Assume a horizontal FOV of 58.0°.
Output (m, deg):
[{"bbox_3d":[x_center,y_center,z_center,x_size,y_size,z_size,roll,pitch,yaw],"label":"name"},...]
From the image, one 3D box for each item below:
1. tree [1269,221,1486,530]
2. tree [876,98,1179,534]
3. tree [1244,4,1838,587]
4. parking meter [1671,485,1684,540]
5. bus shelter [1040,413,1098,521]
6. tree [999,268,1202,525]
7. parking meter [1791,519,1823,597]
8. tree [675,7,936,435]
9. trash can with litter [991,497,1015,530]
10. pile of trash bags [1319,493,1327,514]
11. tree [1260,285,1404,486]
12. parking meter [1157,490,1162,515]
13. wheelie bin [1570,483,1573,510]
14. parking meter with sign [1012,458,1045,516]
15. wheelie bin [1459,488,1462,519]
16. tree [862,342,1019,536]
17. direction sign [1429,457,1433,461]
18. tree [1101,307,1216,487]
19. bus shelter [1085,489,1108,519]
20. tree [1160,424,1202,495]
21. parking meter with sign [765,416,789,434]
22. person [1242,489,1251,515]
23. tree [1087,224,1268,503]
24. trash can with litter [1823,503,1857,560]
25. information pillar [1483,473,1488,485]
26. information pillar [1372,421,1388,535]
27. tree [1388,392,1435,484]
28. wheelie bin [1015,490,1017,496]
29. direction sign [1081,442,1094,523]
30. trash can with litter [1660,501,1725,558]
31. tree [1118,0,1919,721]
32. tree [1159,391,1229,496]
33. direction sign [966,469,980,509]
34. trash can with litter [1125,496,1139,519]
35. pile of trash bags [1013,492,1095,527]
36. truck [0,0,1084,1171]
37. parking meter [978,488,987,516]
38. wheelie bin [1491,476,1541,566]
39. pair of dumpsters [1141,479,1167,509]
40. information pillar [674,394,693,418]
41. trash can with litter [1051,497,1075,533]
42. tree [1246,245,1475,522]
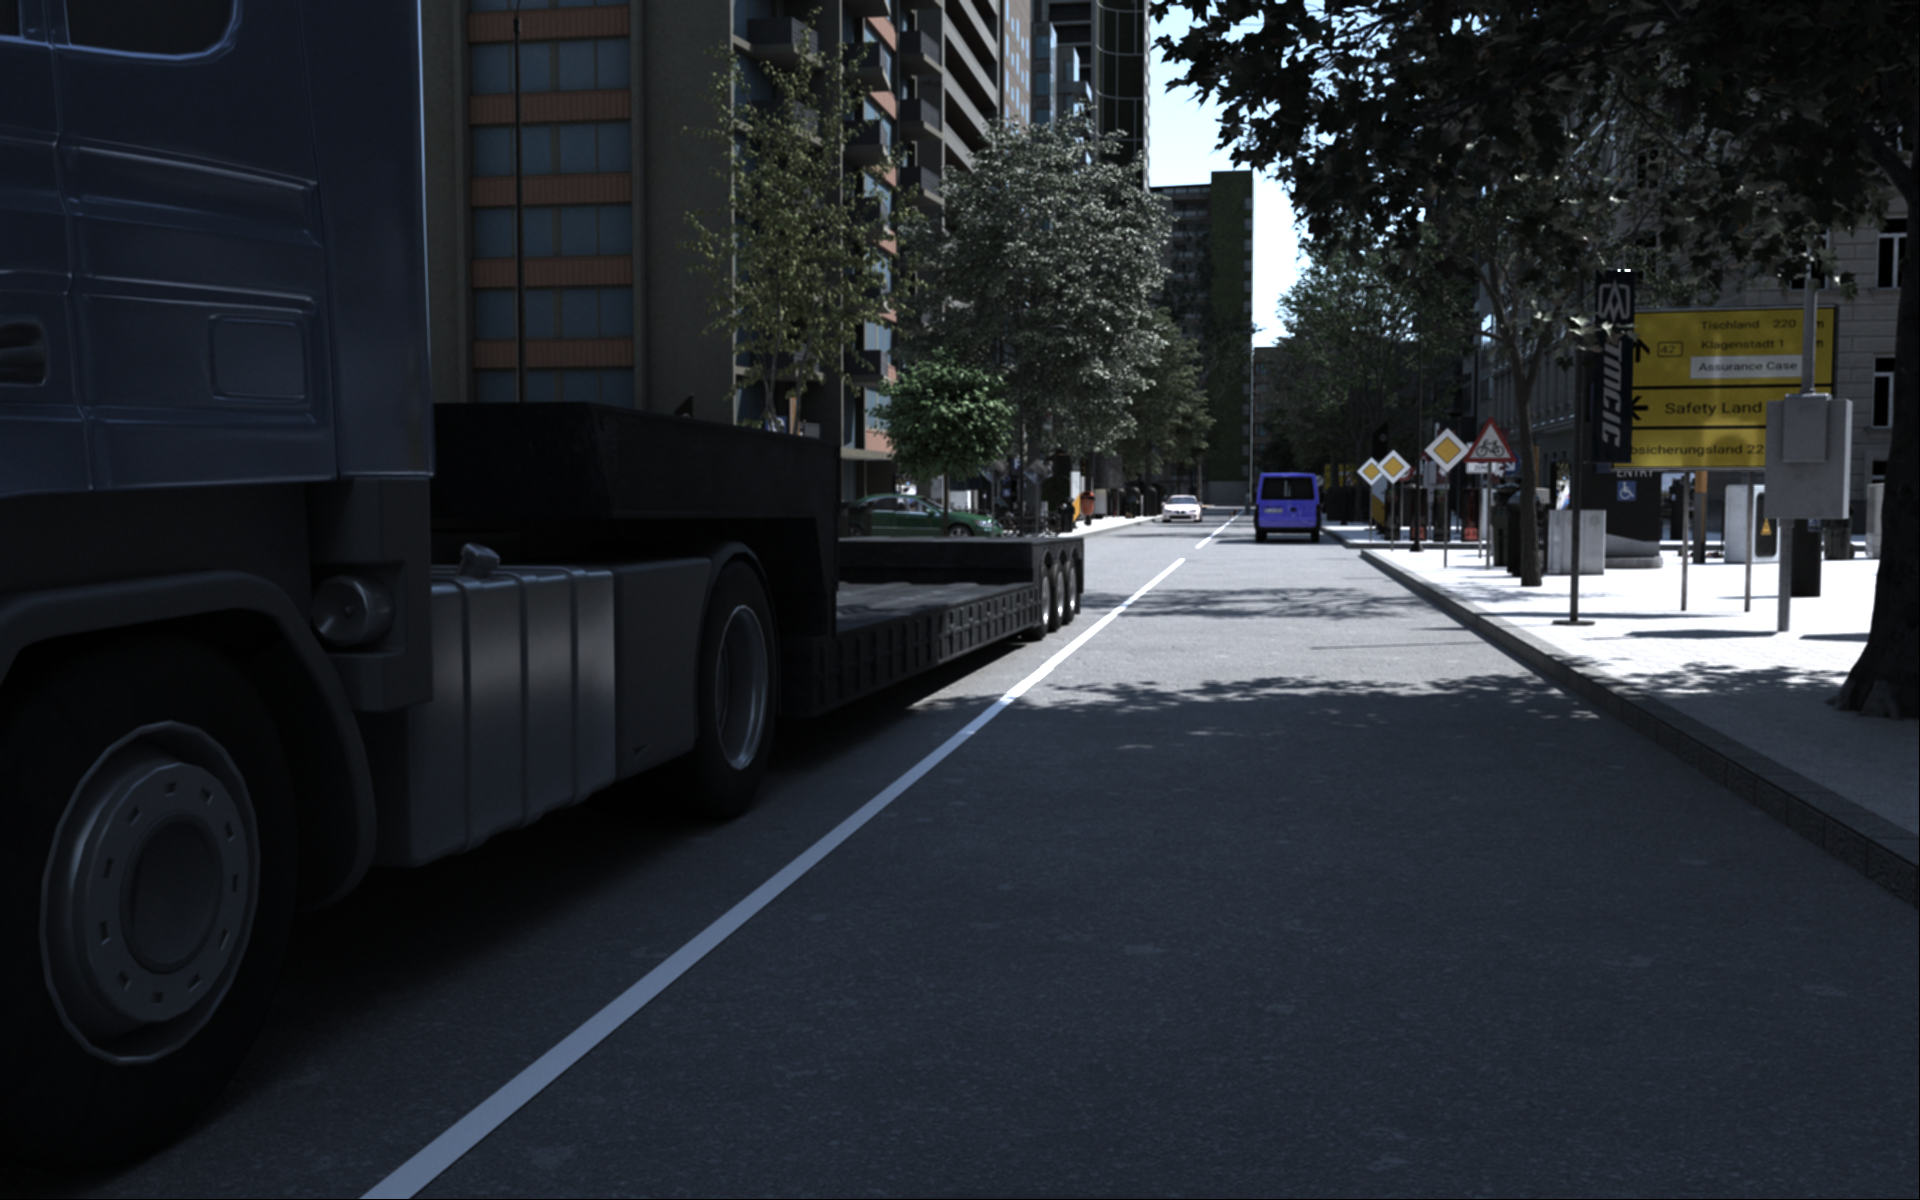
[{"bbox_3d":[14.916,-8.305,61.546,9.928,11.665,9.643,0,3,0],"label":"tree"},{"bbox_3d":[2.272,-9.139,56.080,9.857,13.997,8.962,0,3,0],"label":"tree"},{"bbox_3d":[8.037,-5.486,24.114,8.767,10.594,7.601,1,4,11],"label":"tree"},{"bbox_3d":[20.071,-2.444,48.369,0.372,1.533,0.369,0,3,0],"label":"parking meter"},{"bbox_3d":[5.034,-6.407,82.386,2.179,5.291,8.768,1,4,10],"label":"bus shelter"},{"bbox_3d":[5.207,-8.345,70.859,8.767,10.594,7.601,1,4,11],"label":"tree"},{"bbox_3d":[10.589,-0.812,21.685,0.372,1.533,0.369,0,3,0],"label":"parking meter"},{"bbox_3d":[-2.602,-4.704,27.271,4.737,8.622,4.395,0,3,0],"label":"tree"},{"bbox_3d":[1.597,-3.071,61.594,1.055,1.170,0.624,3,5,43],"label":"trash can with litter"},{"bbox_3d":[23.885,-6.414,114.616,1.912,1.369,3.447,1,4,15],"label":"pile of trash bags"},{"bbox_3d":[19.338,-10.598,91.404,7.486,12.596,7.792,0,3,0],"label":"tree"},{"bbox_3d":[12.223,-6.005,106.584,0.372,1.533,0.369,0,3,0],"label":"parking meter"},{"bbox_3d":[17.406,-2.487,48.572,0.980,1.594,0.693,1,4,14],"label":"wheelie bin"},{"bbox_3d":[3.513,-5.653,88.693,1.738,3.016,0.543,-3,4,-37],"label":"parking meter with sign"},{"bbox_3d":[26.217,-4.998,89.629,0.980,1.594,0.693,3,5,41],"label":"wheelie bin"},{"bbox_3d":[-0.408,-3.291,37.520,4.285,4.588,4.351,0,3,0],"label":"tree"},{"bbox_3d":[25.815,-6.304,95.070,0.379,3.537,0.876,0,4,3],"label":"direction sign"},{"bbox_3d":[11.570,-11.405,104.599,7.486,12.596,7.792,0,3,0],"label":"tree"},{"bbox_3d":[7.196,-5.931,90.895,2.014,3.302,5.546,1,4,10],"label":"bus shelter"},{"bbox_3d":[20.109,-12.467,154.196,4.360,8.622,3.978,0,3,0],"label":"tree"},{"bbox_3d":[-4.423,-2.561,38.132,0.543,3.016,1.738,1,4,23],"label":"parking meter with sign"},{"bbox_3d":[19.446,-6.631,117.493,0.524,1.755,0.480,-2,4,-33],"label":"person"},{"bbox_3d":[14.843,-16.229,121.230,12.611,20.169,13.585,0,3,0],"label":"tree"},{"bbox_3d":[17.152,-1.375,33.869,0.624,1.170,1.055,3,4,37],"label":"trash can with litter"},{"bbox_3d":[30.918,-6.754,101.788,0.183,3.616,0.504,-3,4,-39],"label":"information pillar"},{"bbox_3d":[13.325,-3.889,54.941,0.504,3.616,0.183,1,4,11],"label":"information pillar"},{"bbox_3d":[29.761,-10.012,114.061,4.737,8.622,4.395,0,3,0],"label":"tree"},{"bbox_3d":[4.189,-6.860,120.072,0.980,1.594,0.693,2,4,27],"label":"wheelie bin"},{"bbox_3d":[5.560,-5.111,75.567,0.379,3.537,0.876,-2,4,-35],"label":"direction sign"},{"bbox_3d":[15.375,-1.477,35.204,2.233,1.210,1.678,3,4,37],"label":"trash can with litter"},{"bbox_3d":[5.610,-5.668,9.677,9.611,12.733,9.660,0,3,0],"label":"tree"},{"bbox_3d":[21.548,-14.444,161.912,9.928,11.665,9.643,0,3,0],"label":"tree"},{"bbox_3d":[0.629,-5.699,85.177,0.876,3.537,0.379,-3,4,-39],"label":"direction sign"},{"bbox_3d":[8.964,-4.842,90.546,0.624,1.170,1.055,1,4,16],"label":"trash can with litter"},{"bbox_3d":[3.661,-3.598,68.586,3.447,1.369,1.912,1,4,15],"label":"pile of trash bags"},{"bbox_3d":[-1.547,-1.286,10.781,2.967,4.110,18.799,1,4,11],"label":"truck"},{"bbox_3d":[0.970,-4.122,75.803,0.372,1.533,0.369,0,3,0],"label":"parking meter"},{"bbox_3d":[9.832,-1.393,30.684,0.693,1.594,0.980,-2,4,-34],"label":"wheelie bin"},{"bbox_3d":[12.577,-6.719,112.346,1.574,2.255,4.437,1,4,10],"label":"pair of dumpsters"},{"bbox_3d":[-6.502,-3.029,40.883,0.504,3.616,0.183,1,4,19],"label":"information pillar"},{"bbox_3d":[3.341,-2.820,57.491,0.624,1.170,1.055,-2,4,-33],"label":"trash can with litter"},{"bbox_3d":[18.477,-10.345,79.509,12.009,13.543,11.850,0,3,0],"label":"tree"}]
